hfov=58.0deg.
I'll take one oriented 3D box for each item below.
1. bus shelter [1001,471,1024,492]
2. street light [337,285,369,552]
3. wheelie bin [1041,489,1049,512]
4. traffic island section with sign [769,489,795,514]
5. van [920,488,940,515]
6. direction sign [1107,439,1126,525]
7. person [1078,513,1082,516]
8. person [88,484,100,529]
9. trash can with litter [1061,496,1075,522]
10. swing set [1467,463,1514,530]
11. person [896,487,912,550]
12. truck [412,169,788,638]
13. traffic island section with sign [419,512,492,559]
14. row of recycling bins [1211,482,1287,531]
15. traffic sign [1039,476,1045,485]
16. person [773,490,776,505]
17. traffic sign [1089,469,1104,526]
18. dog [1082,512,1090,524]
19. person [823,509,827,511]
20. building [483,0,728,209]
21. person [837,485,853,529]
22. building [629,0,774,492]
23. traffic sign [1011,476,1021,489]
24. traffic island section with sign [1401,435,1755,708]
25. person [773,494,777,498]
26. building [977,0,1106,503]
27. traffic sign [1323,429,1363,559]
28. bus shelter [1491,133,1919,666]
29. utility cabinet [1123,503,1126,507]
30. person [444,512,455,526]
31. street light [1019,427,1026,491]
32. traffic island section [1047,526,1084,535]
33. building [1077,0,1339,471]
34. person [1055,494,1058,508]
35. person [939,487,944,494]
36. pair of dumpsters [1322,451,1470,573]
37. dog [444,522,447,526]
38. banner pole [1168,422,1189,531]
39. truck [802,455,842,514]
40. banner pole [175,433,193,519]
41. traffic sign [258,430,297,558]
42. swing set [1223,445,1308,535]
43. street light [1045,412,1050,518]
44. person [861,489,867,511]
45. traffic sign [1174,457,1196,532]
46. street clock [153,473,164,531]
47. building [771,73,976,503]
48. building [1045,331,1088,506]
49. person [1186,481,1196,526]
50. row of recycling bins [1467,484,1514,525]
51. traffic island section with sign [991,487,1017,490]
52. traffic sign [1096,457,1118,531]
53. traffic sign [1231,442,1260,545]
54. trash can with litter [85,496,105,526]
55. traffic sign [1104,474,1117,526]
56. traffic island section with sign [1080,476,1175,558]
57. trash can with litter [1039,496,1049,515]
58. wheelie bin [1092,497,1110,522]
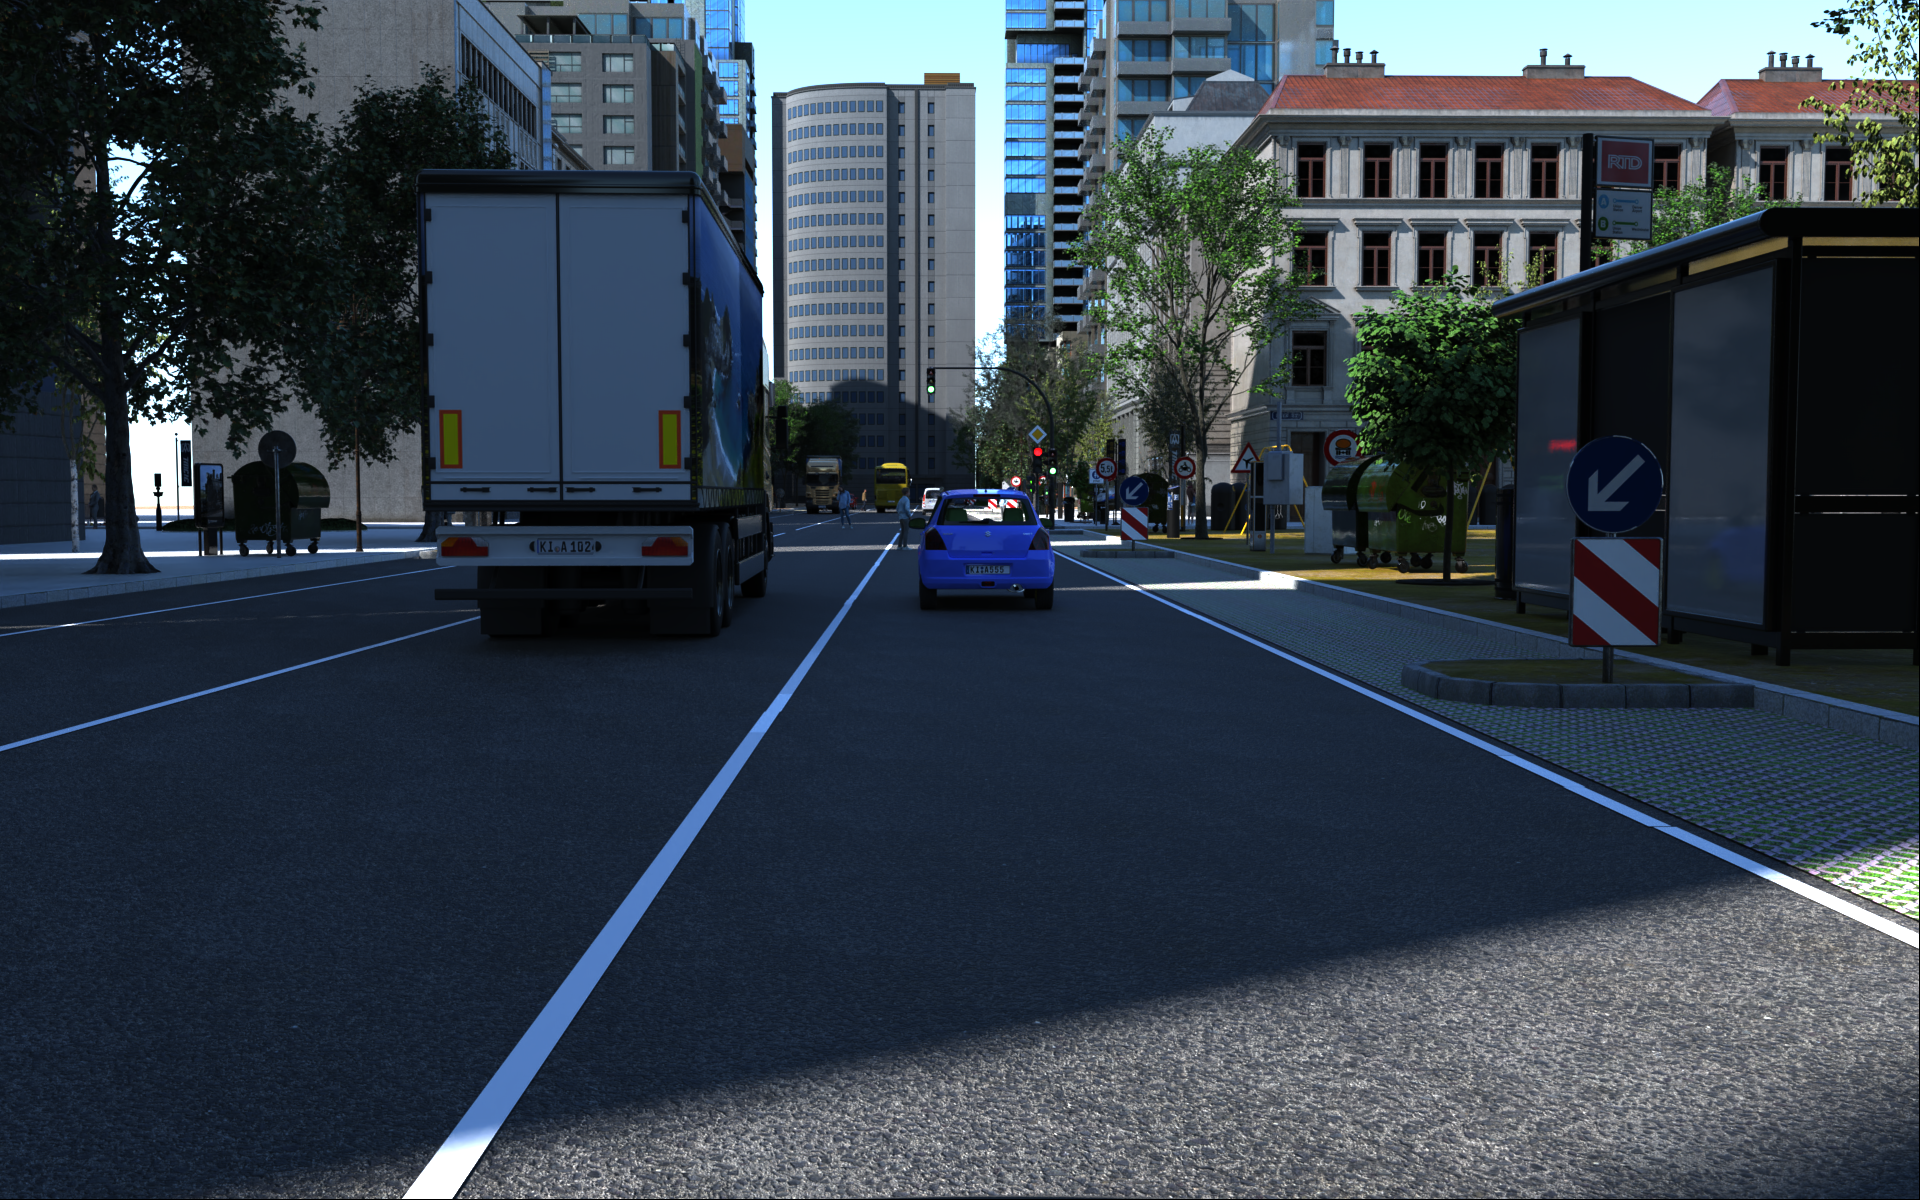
[{"bbox_3d":[4.204,-8.878,139.084,2.014,3.302,5.546,0,4,-1],"label":"bus shelter"},{"bbox_3d":[-13.365,-4.011,38.370,0.468,5.910,1.993,0,4,-1],"label":"street light"},{"bbox_3d":[5.625,-6.296,110.843,0.980,1.594,0.693,-3,5,-41],"label":"wheelie bin"},{"bbox_3d":[-12.688,-6.969,122.575,1.989,1.847,2.006,0,4,-1],"label":"traffic island section with sign"},{"bbox_3d":[-1.796,-6.927,120.270,2.013,2.044,4.112,0,4,-1],"label":"van"},{"bbox_3d":[6.440,-4.860,71.451,0.876,3.537,0.379,2,4,33],"label":"direction sign"},{"bbox_3d":[6.832,-5.518,96.741,0.515,1.767,0.782,0,4,5],"label":"person"},{"bbox_3d":[-32.457,-3.425,64.777,0.520,1.790,0.573,2,4,26],"label":"person"},{"bbox_3d":[4.999,-4.189,79.870,0.624,1.170,1.055,0,4,5],"label":"trash can with litter"},{"bbox_3d":[15.551,-2.967,46.136,2.862,2.851,3.119,-2,4,-28],"label":"swing set"},{"bbox_3d":[-1.399,-2.075,44.229,0.330,1.601,0.589,-1,4,-22],"label":"person"},{"bbox_3d":[-3.718,-1.939,20.618,2.839,4.237,11.283,0,4,-2],"label":"truck"},{"bbox_3d":[-11.060,-1.885,39.449,1.989,1.847,2.006,0,4,-1],"label":"traffic island section with sign"},{"bbox_3d":[10.320,-3.359,62.039,3.534,1.692,1.069,-3,4,-38],"label":"row of recycling bins"},{"bbox_3d":[5.814,-7.370,120.601,0.768,2.556,0.104,0,4,0],"label":"traffic sign"},{"bbox_3d":[-21.490,-11.802,198.961,0.705,1.831,1.348,3,5,42],"label":"person"},{"bbox_3d":[5.533,-4.169,70.284,0.606,2.300,0.079,0,4,1],"label":"traffic sign"},{"bbox_3d":[5.467,-3.581,75.382,0.540,0.507,0.406,2,4,35],"label":"dog"},{"bbox_3d":[-11.297,-8.227,146.201,0.799,1.438,0.628,-1,4,-9],"label":"person"},{"bbox_3d":[-35.219,-33.872,173.411,23.786,49.044,30.456,0,4,-1],"label":"building"},{"bbox_3d":[-4.778,-3.861,71.888,0.793,1.790,0.793,-1,4,-17],"label":"person"},{"bbox_3d":[-41.890,-57.069,245.755,31.000,86.520,22.319,0,4,-1],"label":"building"},{"bbox_3d":[3.947,-7.447,121.864,0.768,2.556,0.104,0,4,2],"label":"traffic sign"},{"bbox_3d":[4.293,-0.234,12.456,1.989,1.847,2.006,0,4,-1],"label":"traffic island section with sign"},{"bbox_3d":[-18.395,-9.873,167.425,1.348,1.831,0.705,0,4,-3],"label":"person"},{"bbox_3d":[17.868,-57.075,245.839,31.000,86.520,22.319,0,4,-1],"label":"building"},{"bbox_3d":[7.510,-2.075,34.025,0.768,2.556,0.104,0,4,6],"label":"traffic sign"},{"bbox_3d":[6.810,-2.410,17.035,2.179,5.291,8.768,0,4,-1],"label":"bus shelter"},{"bbox_3d":[7.073,-3.763,70.203,0.318,1.500,1.173,-2,4,-29],"label":"utility cabinet"},{"bbox_3d":[-18.027,-3.355,60.996,0.694,1.812,0.767,2,4,24],"label":"person"},{"bbox_3d":[4.238,-8.962,119.317,0.468,5.910,1.993,0,4,-1],"label":"street light"},{"bbox_3d":[3.314,-2.446,62.266,2.009,0.180,2.903,0,4,-1],"label":"traffic island section"},{"bbox_3d":[23.162,-33.543,168.037,23.786,49.044,30.456,0,4,-1],"label":"building"},{"bbox_3d":[8.803,-9.276,158.235,0.750,1.759,0.617,3,5,39],"label":"person"},{"bbox_3d":[-0.816,-4.727,85.975,0.526,1.800,0.537,1,4,15],"label":"person"},{"bbox_3d":[7.535,-1.680,29.961,1.574,2.255,4.437,0,4,-1],"label":"pair of dumpsters"},{"bbox_3d":[-20.334,-3.131,68.933,0.550,0.427,0.748,0,4,-7],"label":"dog"},{"bbox_3d":[7.577,-4.287,60.117,0.863,3.779,0.401,-2,4,-26],"label":"banner pole"},{"bbox_3d":[-10.023,-8.499,127.876,2.839,4.237,11.283,0,4,-3],"label":"truck"},{"bbox_3d":[-31.733,-4.935,70.712,0.863,3.779,0.401,0,4,7],"label":"banner pole"},{"bbox_3d":[-13.630,-2.109,34.588,0.768,2.556,0.104,0,4,0],"label":"traffic sign"},{"bbox_3d":[10.259,-3.580,56.150,2.862,2.851,3.119,0,4,-3],"label":"swing set"},{"bbox_3d":[4.727,-7.404,93.851,0.468,5.910,1.993,0,4,-1],"label":"street light"},{"bbox_3d":[-8.006,-8.357,145.049,0.656,1.842,0.836,2,4,34],"label":"person"},{"bbox_3d":[7.644,-3.599,58.950,0.768,2.556,0.104,0,4,5],"label":"traffic sign"},{"bbox_3d":[-27.953,-3.415,60.401,0.358,2.002,0.471,-2,4,-25],"label":"street clock"},{"bbox_3d":[-12.100,-43.027,245.484,28.212,58.520,21.231,0,4,-1],"label":"building"},{"bbox_3d":[24.399,-21.620,198.530,27.650,21.520,28.899,0,4,-1],"label":"building"},{"bbox_3d":[9.440,-3.925,70.188,0.580,1.828,0.573,1,4,18],"label":"person"},{"bbox_3d":[21.561,-3.966,71.963,3.534,1.692,1.069,0,4,-2],"label":"row of recycling bins"},{"bbox_3d":[2.675,-5.273,94.843,1.989,1.847,2.006,0,4,-1],"label":"traffic island section with sign"},{"bbox_3d":[5.096,-3.674,60.170,0.768,2.556,0.104,0,4,7],"label":"traffic sign"},{"bbox_3d":[7.228,-2.658,43.462,0.884,2.594,0.081,0,4,5],"label":"traffic sign"},{"bbox_3d":[-34.560,-3.622,70.270,2.233,1.210,1.678,-2,4,-35],"label":"trash can with litter"},{"bbox_3d":[6.014,-4.305,70.497,0.768,2.556,0.104,0,4,0],"label":"traffic sign"},{"bbox_3d":[3.763,-1.882,39.406,1.989,1.847,2.006,0,4,-1],"label":"traffic island section with sign"},{"bbox_3d":[5.154,-5.923,108.232,0.624,1.170,1.055,2,4,32],"label":"trash can with litter"},{"bbox_3d":[6.656,-4.465,80.918,0.980,1.594,0.693,-2,4,-35],"label":"wheelie bin"}]
